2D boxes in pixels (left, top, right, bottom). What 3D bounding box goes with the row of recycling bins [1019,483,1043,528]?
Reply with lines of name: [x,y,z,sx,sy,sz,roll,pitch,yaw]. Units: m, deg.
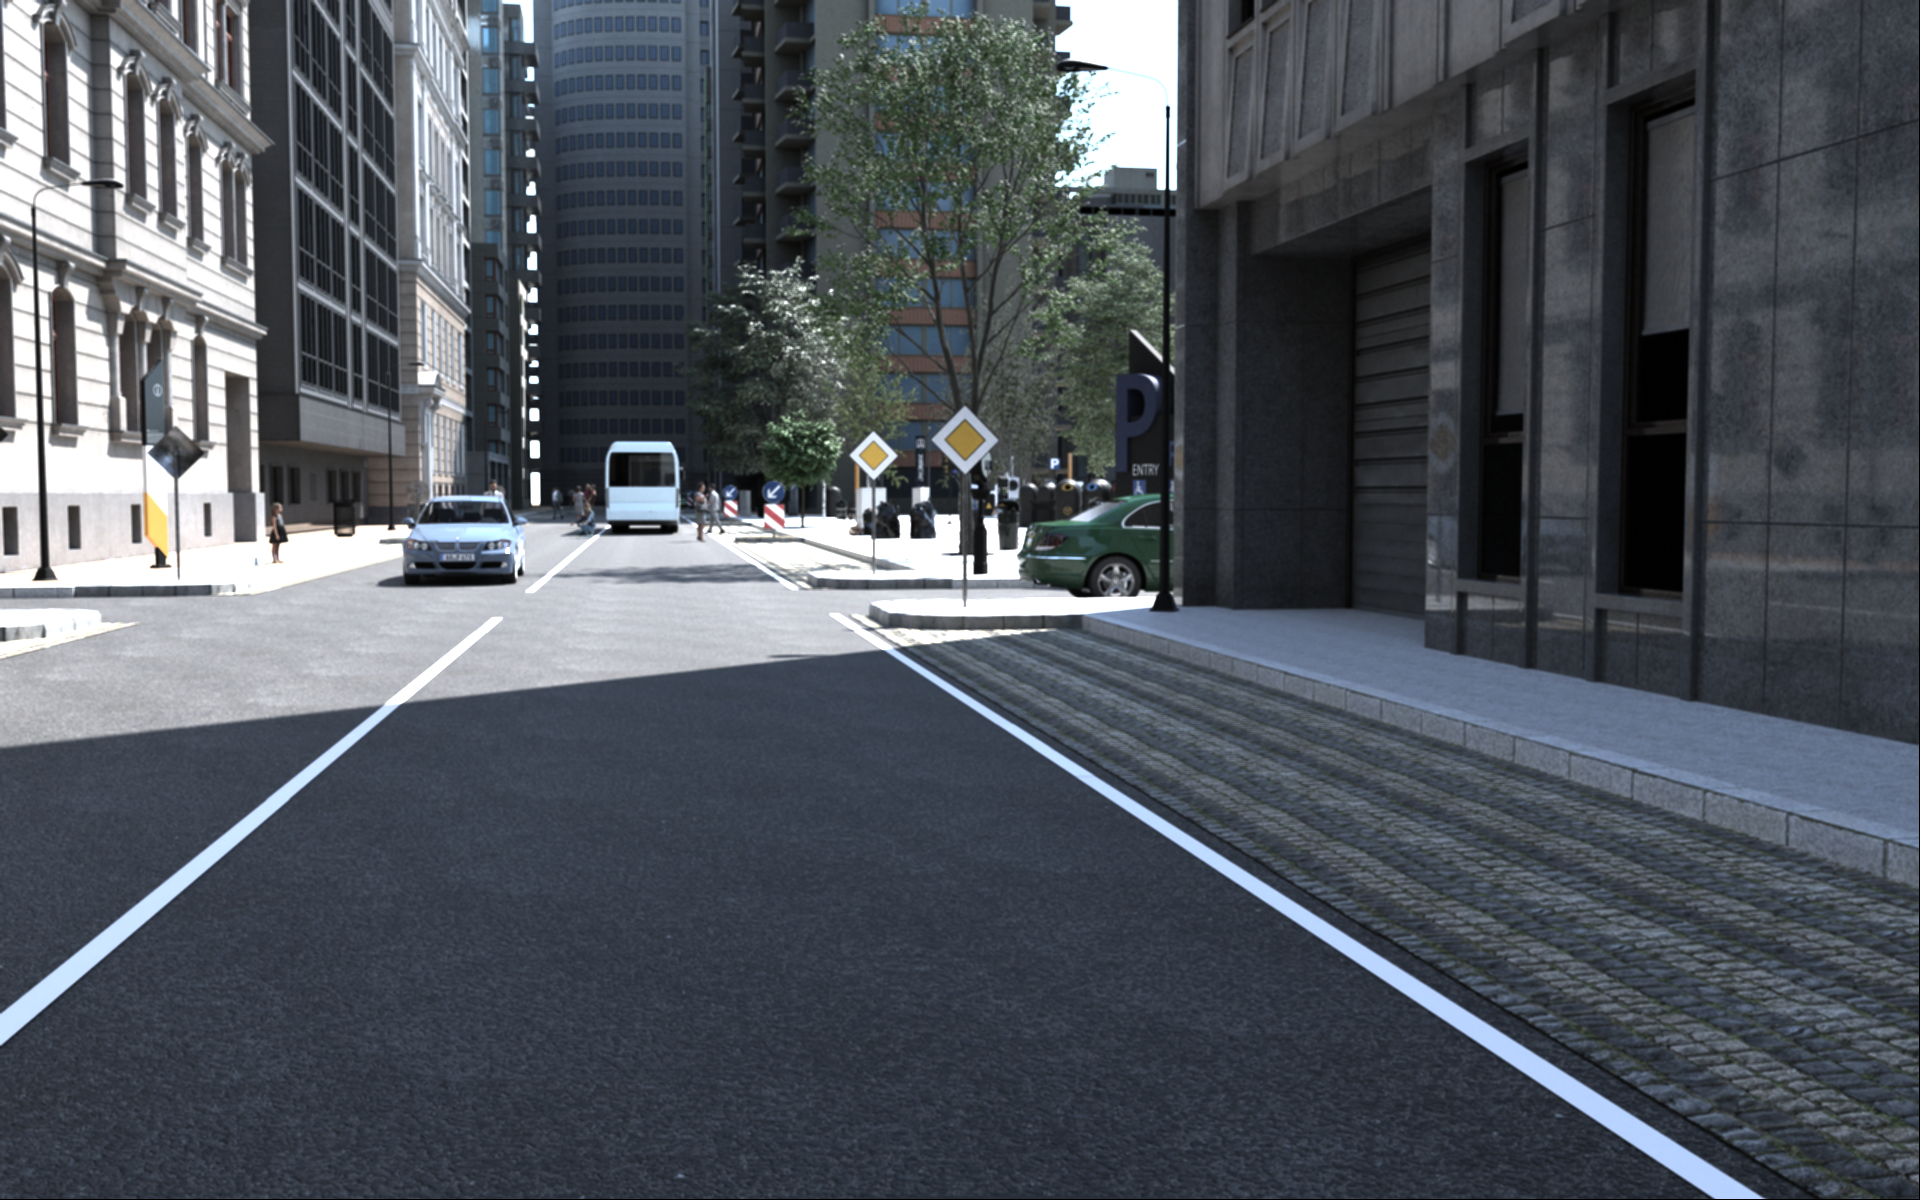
row of recycling bins: [3.800,-3.583,65.687,3.534,1.692,1.069,2,4,30]

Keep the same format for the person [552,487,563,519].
person: [-22.997,-5.529,99.002,0.850,1.850,0.679,3,4,39]

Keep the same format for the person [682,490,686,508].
person: [-26.909,-9.758,167.918,0.709,1.838,0.599,2,4,34]

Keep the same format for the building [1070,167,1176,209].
building: [20.806,-31.596,208.481,23.993,40.220,32.217,-1,4,-10]

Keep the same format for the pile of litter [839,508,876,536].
pile of litter: [-2.965,-2.429,53.675,1.719,0.858,1.176,-1,4,-19]

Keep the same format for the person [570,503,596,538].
person: [-12.229,-2.602,56.535,0.738,1.151,1.012,-2,4,-29]

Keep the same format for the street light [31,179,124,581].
street light: [-13.032,-3.245,25.599,1.470,5.913,1.316,-1,4,-10]

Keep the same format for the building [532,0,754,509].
building: [-32.694,-39.838,193.344,28.212,58.520,21.231,-1,4,-10]

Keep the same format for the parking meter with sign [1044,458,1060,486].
parking meter with sign: [4.415,-5.390,84.384,0.543,3.016,1.738,-1,4,-10]

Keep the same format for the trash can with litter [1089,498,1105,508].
trash can with litter: [2.384,-1.391,33.807,1.678,1.210,2.233,3,4,39]

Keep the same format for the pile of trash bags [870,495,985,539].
pile of trash bags: [-0.955,-2.457,49.916,3.447,1.369,1.912,1,4,16]

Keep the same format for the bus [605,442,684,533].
bus: [-12.245,-4.449,67.598,2.948,3.499,13.247,-1,4,-9]

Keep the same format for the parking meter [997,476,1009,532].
parking meter: [1.373,-3.035,55.340,0.255,1.863,0.399,-1,4,-20]

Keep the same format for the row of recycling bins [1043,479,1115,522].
row of recycling bins: [4.128,-2.474,47.558,3.534,1.692,1.069,2,4,35]

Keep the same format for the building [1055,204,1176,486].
building: [15.693,-24.762,176.554,14.107,30.474,14.160,-1,4,-10]

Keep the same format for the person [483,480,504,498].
person: [-11.945,-2.178,44.377,0.678,1.792,0.850,-1,4,-18]

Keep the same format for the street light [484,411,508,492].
street light: [-25.929,-7.596,96.732,1.470,5.913,1.316,-1,4,-10]

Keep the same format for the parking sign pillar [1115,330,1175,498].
parking sign pillar: [3.051,-2.411,27.887,1.447,3.967,1.447,-2,4,-31]

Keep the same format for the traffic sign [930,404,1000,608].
traffic sign: [0.052,-0.970,19.502,0.795,2.450,0.064,-1,4,-10]

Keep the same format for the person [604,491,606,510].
person: [-31.059,-8.745,152.270,0.721,1.735,1.217,-2,4,-29]

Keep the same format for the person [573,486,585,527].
person: [-16.491,-4.075,75.483,0.716,1.782,0.532,0,4,-2]

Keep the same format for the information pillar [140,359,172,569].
information pillar: [-13.862,-2.352,29.812,0.183,3.616,0.504,1,4,14]

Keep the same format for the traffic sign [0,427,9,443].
traffic sign: [-10.132,-0.859,17.693,0.795,2.450,0.064,-1,4,-10]

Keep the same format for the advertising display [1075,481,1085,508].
advertising display: [5.573,-4.838,84.312,0.974,1.923,0.123,1,4,14]

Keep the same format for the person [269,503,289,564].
person: [-13.959,-1.366,35.498,0.373,1.253,0.362,1,4,9]

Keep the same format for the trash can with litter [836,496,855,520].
trash can with litter: [-5.670,-4.596,86.540,1.055,1.170,0.624,1,4,15]

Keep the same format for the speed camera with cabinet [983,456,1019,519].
speed camera with cabinet: [2.042,-5.858,90.107,2.038,3.252,0.660,0,4,-4]

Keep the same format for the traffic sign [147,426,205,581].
traffic sign: [-11.550,-1.340,25.552,0.795,2.450,0.064,-1,4,-10]

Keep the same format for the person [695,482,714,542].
person: [-7.736,-2.651,52.210,0.532,1.782,0.716,0,4,3]

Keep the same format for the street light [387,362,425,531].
street light: [-19.508,-5.410,60.996,1.470,5.913,1.316,-1,4,-10]

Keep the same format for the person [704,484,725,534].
person: [-8.830,-3.266,62.175,0.850,1.792,0.678,1,4,11]

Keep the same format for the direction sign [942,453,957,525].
direction sign: [-0.425,-4.940,72.769,0.379,3.537,0.876,3,5,45]

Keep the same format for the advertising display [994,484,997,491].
advertising display: [2.156,-5.426,93.927,0.123,1.923,0.974,-2,4,-31]

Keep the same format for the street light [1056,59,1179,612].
street light: [1.712,-2.827,18.763,1.470,5.913,1.316,-1,4,-10]

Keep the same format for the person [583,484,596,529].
person: [-15.169,-3.829,71.083,0.580,1.828,0.573,1,4,11]

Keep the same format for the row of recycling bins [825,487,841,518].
row of recycling bins: [-7.144,-5.459,96.363,1.069,1.692,3.534,0,4,-5]

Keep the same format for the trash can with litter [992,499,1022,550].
trash can with litter: [1.094,-1.742,39.868,0.624,1.170,1.055,0,4,8]

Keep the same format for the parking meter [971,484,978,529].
parking meter: [0.336,-2.134,43.295,0.372,1.533,0.369,0,3,0]

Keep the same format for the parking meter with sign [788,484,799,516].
parking meter with sign: [-9.766,-6.449,101.696,0.543,3.016,1.738,0,4,4]

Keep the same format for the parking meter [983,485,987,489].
parking meter: [1.338,-5.473,95.194,0.399,1.863,0.255,0,4,-5]

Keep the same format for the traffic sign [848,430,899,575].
traffic sign: [-1.365,-1.451,27.361,0.795,2.450,0.064,-1,4,-10]

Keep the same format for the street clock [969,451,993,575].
street clock: [0.328,-1.409,27.605,0.358,2.002,0.471,2,4,24]
